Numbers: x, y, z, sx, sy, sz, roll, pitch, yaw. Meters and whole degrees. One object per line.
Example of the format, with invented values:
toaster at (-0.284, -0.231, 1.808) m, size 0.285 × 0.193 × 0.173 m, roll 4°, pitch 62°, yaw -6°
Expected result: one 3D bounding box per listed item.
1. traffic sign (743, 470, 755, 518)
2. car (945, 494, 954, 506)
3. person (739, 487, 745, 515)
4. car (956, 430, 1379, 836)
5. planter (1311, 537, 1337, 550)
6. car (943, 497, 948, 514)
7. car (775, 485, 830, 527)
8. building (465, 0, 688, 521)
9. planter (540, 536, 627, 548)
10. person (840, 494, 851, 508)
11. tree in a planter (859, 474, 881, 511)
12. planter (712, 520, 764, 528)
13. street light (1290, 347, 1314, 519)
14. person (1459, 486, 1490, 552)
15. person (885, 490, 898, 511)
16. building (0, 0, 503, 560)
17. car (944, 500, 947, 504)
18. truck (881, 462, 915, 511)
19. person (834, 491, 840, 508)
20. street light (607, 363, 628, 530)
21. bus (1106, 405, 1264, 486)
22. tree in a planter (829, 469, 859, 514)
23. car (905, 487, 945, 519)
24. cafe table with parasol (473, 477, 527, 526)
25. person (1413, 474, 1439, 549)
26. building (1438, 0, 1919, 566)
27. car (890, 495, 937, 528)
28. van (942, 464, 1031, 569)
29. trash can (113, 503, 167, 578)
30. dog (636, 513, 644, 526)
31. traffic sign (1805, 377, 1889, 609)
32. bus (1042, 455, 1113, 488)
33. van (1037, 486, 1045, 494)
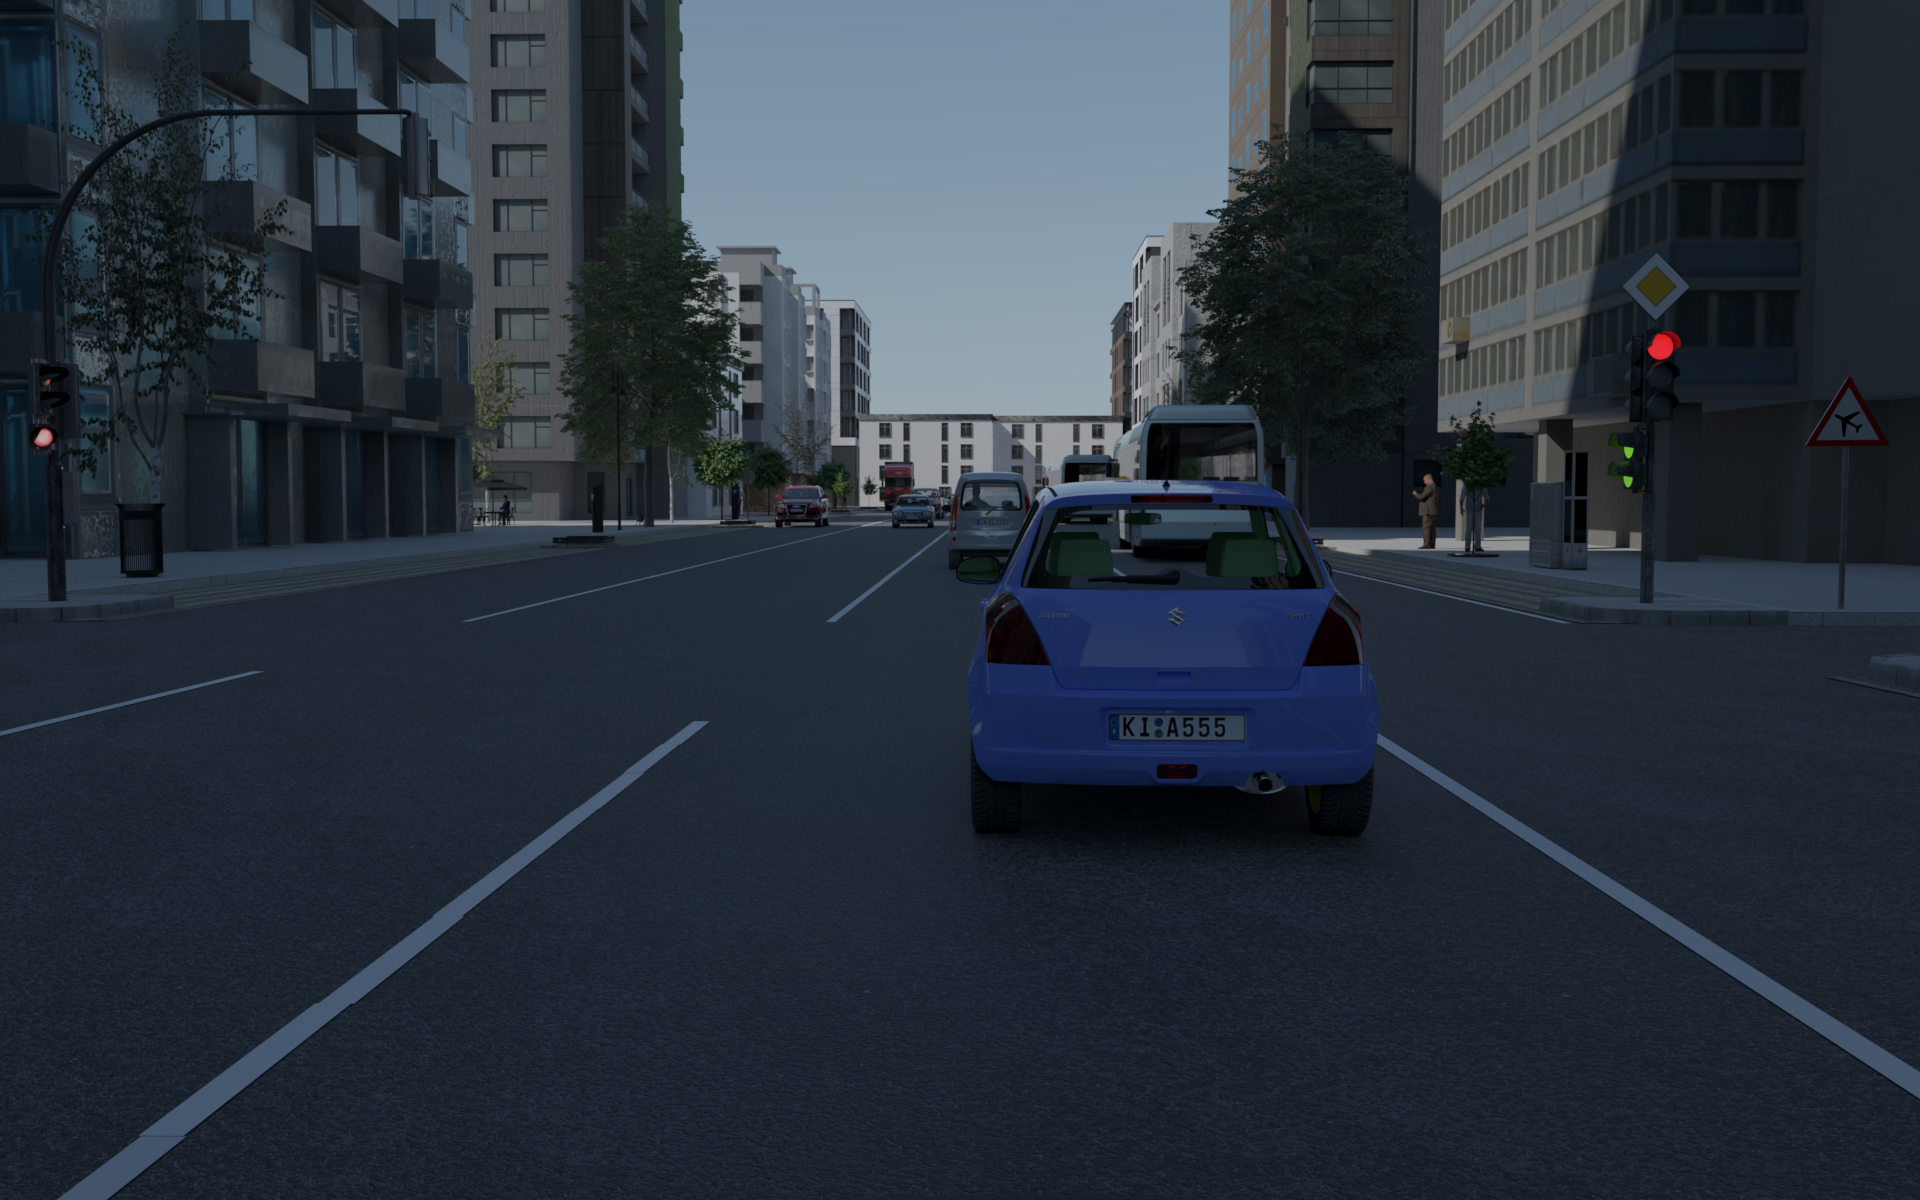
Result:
traffic sign at (-11.197, -5.584, 91.403) m, size 0.768 × 2.556 × 0.104 m, roll 0°, pitch 4°, yaw 6°
car at (-0.641, -9.502, 167.163) m, size 2.131 × 1.459 × 4.920 m, roll 0°, pitch 4°, yaw 2°
person at (-12.720, -5.644, 99.255) m, size 0.756 × 1.711 × 0.436 m, roll 1°, pitch 4°, yaw 13°
car at (0.931, 0.061, 8.595) m, size 1.945 × 1.707 × 3.694 m, roll 0°, pitch 4°, yaw 2°
planter at (8.607, -1.462, 45.046) m, size 1.991 × 0.319 × 1.994 m, roll 0°, pitch 4°, yaw 1°
car at (-1.888, -6.981, 126.499) m, size 2.083 × 1.381 × 4.827 m, roll 0°, pitch 4°, yaw 1°
car at (-6.923, -4.139, 76.340) m, size 2.281 × 1.827 × 5.304 m, roll 0°, pitch 4°, yaw 1°
building at (-22.146, -24.693, 87.319) m, size 14.154 × 41.232 × 14.086 m, roll 0°, pitch 4°, yaw 1°
planter at (-9.998, -1.538, 46.282) m, size 1.991 × 0.319 × 1.994 m, roll 0°, pitch 4°, yaw 1°
person at (-10.492, -9.235, 157.746) m, size 1.217 × 1.736 × 0.721 m, roll -1°, pitch 4°, yaw -23°
tree in a planter at (-7.845, -9.308, 149.410) m, size 1.991 × 3.239 × 1.994 m, roll 0°, pitch 4°, yaw 1°
planter at (-9.422, -3.221, 73.805) m, size 1.991 × 0.319 × 1.994 m, roll 0°, pitch 4°, yaw 1°
street light at (10.774, -5.010, 54.693) m, size 0.468 × 5.910 × 1.993 m, roll 0°, pitch 4°, yaw 1°
person at (11.332, -1.958, 38.209) m, size 0.875 × 1.805 × 0.789 m, roll 0°, pitch 4°, yaw -4°
person at (-5.667, -8.267, 143.800) m, size 1.348 × 1.807 × 0.705 m, roll 2°, pitch 4°, yaw 34°
building at (-26.510, -26.037, 45.311) m, size 23.786 × 49.044 × 30.456 m, roll 0°, pitch 4°, yaw 1°
car at (-1.820, -6.180, 113.045) m, size 2.014 × 1.417 × 4.499 m, roll 0°, pitch 4°, yaw 0°
truck at (-5.306, -9.944, 151.490) m, size 2.839 × 4.237 × 11.283 m, roll 0°, pitch 4°, yaw -1°
person at (-11.187, -9.147, 156.324) m, size 0.721 × 1.735 × 1.217 m, roll 1°, pitch 4°, yaw 23°
street light at (-12.077, -5.412, 61.267) m, size 0.468 × 5.910 × 1.993 m, roll 0°, pitch 4°, yaw 1°
bus at (5.271, -2.906, 42.380) m, size 2.948 × 3.499 × 13.247 m, roll 0°, pitch 4°, yaw 2°
tree in a planter at (-8.412, -7.661, 122.473) m, size 1.991 × 3.239 × 1.994 m, roll 0°, pitch 4°, yaw 1°
car at (-1.999, -5.617, 100.514) m, size 2.281 × 1.827 × 5.304 m, roll 0°, pitch 4°, yaw 3°
cafe table with parasol at (-18.604, -3.926, 69.059) m, size 2.610 × 1.966 × 2.610 m, roll 0°, pitch 4°, yaw 5°
person at (10.894, -2.064, 40.484) m, size 0.600 × 1.739 × 0.565 m, roll 0°, pitch 4°, yaw 5°
building at (24.655, -21.109, 37.013) m, size 23.993 × 40.220 × 32.217 m, roll 0°, pitch 4°, yaw 1°
car at (-1.989, -3.809, 74.272) m, size 2.014 × 1.417 × 4.499 m, roll 0°, pitch 3°, yaw 0°
van at (0.624, -1.677, 34.435) m, size 2.013 × 2.044 × 4.112 m, roll 0°, pitch 4°, yaw 1°
trash can at (-12.631, -0.922, 26.721) m, size 0.748 × 1.137 × 0.748 m, roll 0°, pitch 3°, yaw 0°
dog at (-12.938, -3.256, 70.065) m, size 0.406 × 0.507 × 0.540 m, roll -1°, pitch 4°, yaw -23°
traffic sign at (9.835, -1.178, 19.261) m, size 0.884 × 2.594 × 0.081 m, roll 0°, pitch 4°, yaw 5°
bus at (5.925, -5.662, 87.426) m, size 2.948 × 3.499 × 13.247 m, roll 0°, pitch 4°, yaw -1°
van at (5.637, -5.934, 101.401) m, size 2.240 × 2.365 × 5.245 m, roll 0°, pitch 4°, yaw 2°
